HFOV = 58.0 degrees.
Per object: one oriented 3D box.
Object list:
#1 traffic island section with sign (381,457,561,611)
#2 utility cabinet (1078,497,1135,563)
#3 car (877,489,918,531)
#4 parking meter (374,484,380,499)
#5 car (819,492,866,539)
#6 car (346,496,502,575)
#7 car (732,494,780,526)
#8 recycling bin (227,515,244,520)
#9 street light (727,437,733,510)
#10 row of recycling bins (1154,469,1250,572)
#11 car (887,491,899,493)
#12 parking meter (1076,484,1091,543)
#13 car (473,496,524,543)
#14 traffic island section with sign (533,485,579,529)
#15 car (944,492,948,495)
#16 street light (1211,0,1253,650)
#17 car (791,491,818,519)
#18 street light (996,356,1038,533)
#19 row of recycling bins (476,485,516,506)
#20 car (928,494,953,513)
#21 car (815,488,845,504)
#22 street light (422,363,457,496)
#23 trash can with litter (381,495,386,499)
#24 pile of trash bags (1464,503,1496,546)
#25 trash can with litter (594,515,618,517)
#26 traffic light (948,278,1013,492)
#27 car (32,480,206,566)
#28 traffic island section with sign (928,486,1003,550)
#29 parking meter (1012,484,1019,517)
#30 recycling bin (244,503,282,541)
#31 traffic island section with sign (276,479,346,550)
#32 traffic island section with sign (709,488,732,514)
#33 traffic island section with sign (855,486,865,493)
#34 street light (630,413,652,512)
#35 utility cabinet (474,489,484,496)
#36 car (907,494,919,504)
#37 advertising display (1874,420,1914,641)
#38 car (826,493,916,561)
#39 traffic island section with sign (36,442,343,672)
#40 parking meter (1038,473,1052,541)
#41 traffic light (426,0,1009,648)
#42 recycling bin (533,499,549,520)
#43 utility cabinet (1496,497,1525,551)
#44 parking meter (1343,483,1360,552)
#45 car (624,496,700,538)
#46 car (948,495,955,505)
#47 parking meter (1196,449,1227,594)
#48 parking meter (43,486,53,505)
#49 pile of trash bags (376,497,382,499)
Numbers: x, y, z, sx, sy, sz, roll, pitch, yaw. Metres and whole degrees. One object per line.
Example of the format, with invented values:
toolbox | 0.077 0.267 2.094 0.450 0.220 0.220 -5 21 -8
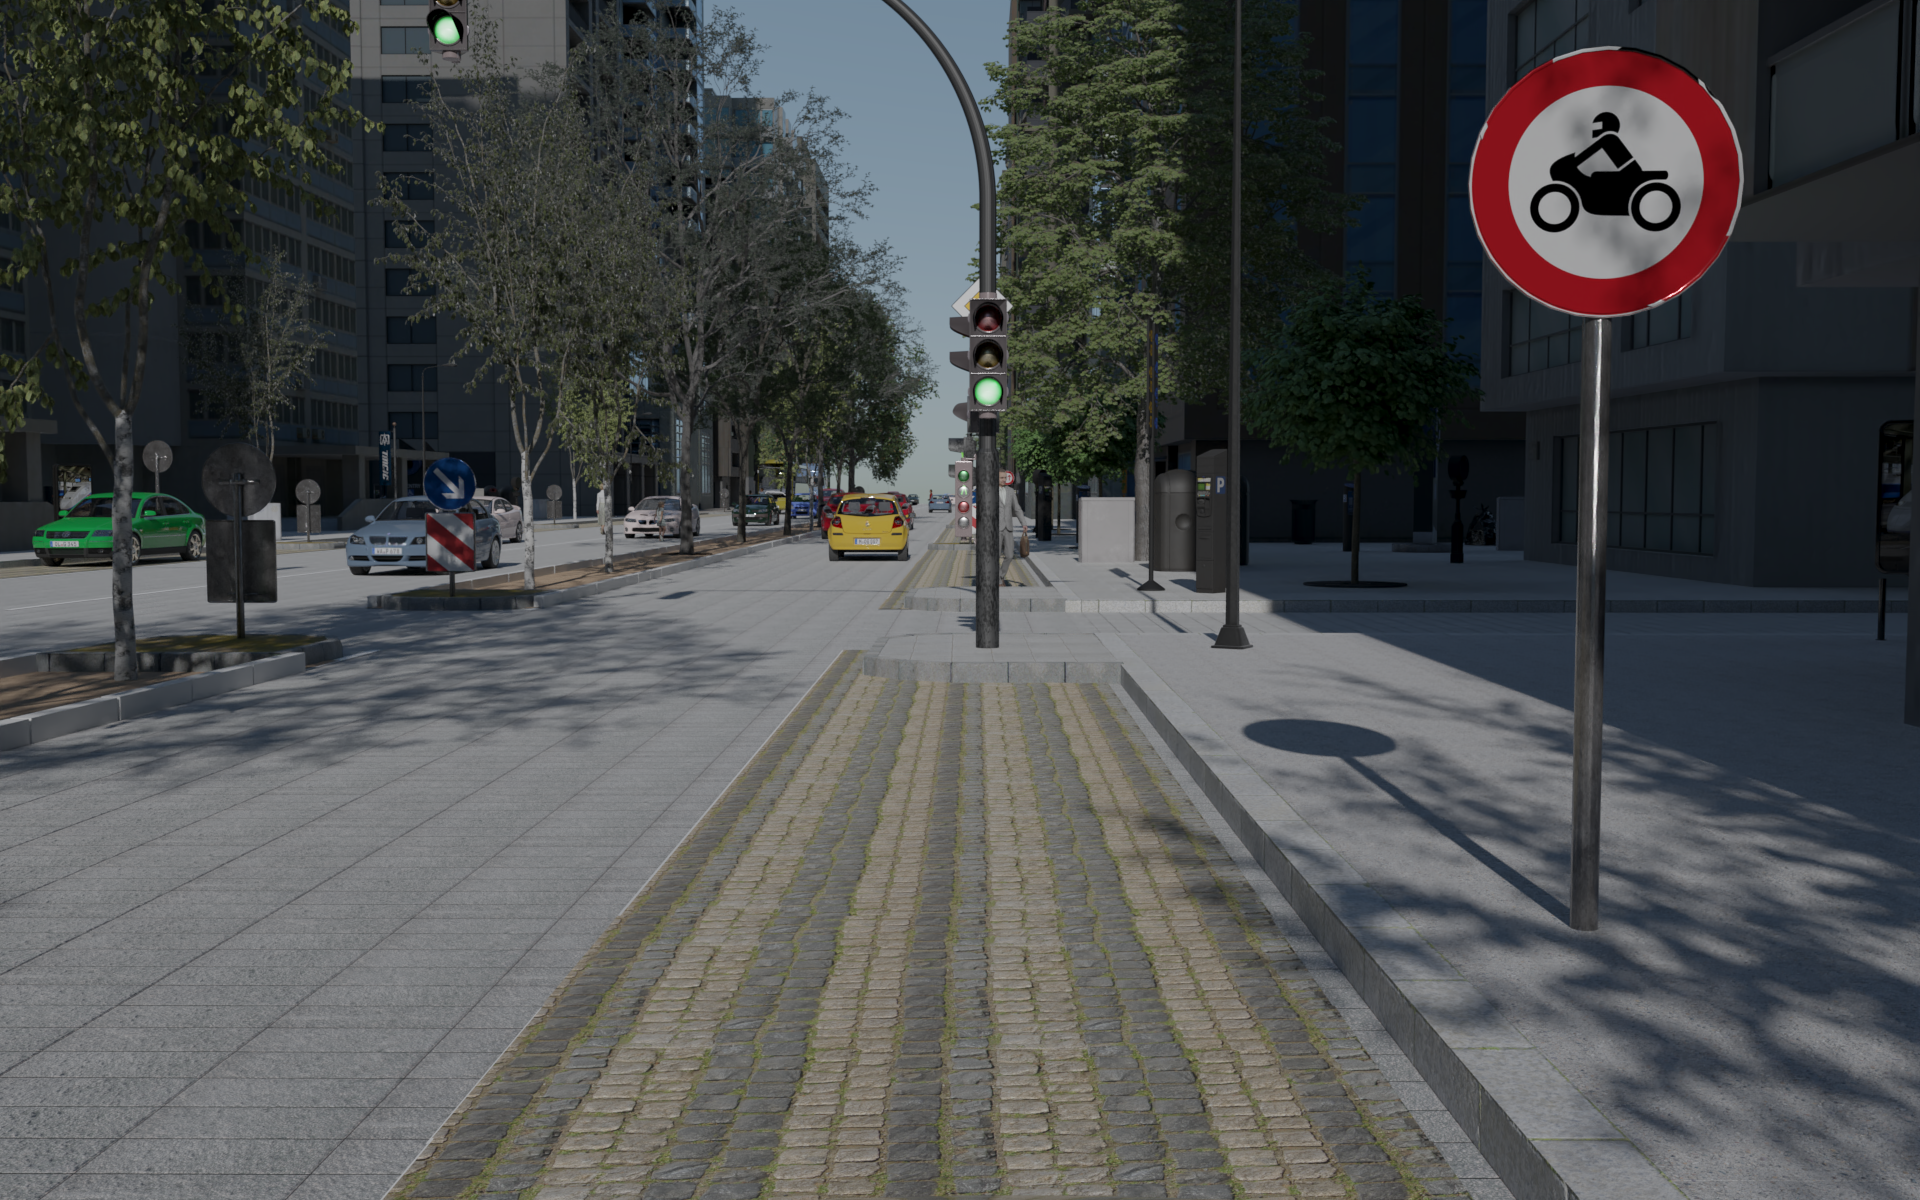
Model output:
traffic island section with sign | -6.341 -0.861 22.208 2.006 1.907 1.989 0 4 0
utility cabinet | 2.749 -1.305 32.504 1.020 1.237 0.306 0 4 -7
car | -2.792 -3.692 69.396 2.155 1.783 4.494 0 4 0
parking meter | -32.801 -5.610 97.433 0.255 1.863 0.399 -2 4 -29
car | -3.532 -2.893 56.338 2.155 1.783 4.494 0 4 -1
car | -9.822 -1.227 32.069 2.014 1.417 4.499 0 4 2
car | -9.269 -4.214 78.688 2.009 1.686 4.222 0 4 2
recycling bin | -22.647 -2.576 54.679 0.722 1.027 0.722 0 3 0
street light | -17.909 -10.120 138.005 1.470 5.913 1.316 0 4 0
row of recycling bins | 4.178 -1.406 30.097 1.069 1.692 3.534 2 4 26
car | -8.537 -13.006 221.326 2.281 1.827 5.304 0 4 -1
parking meter | 3.224 -2.254 45.271 0.372 1.533 0.369 0 3 0
car | -13.886 -2.275 49.565 2.083 1.381 4.827 0 4 2
traffic island section with sign | -17.008 -3.894 72.296 1.989 1.847 2.006 0 4 0
car | -1.768 -14.851 252.407 1.945 1.707 3.694 0 4 2
street light | 1.731 -2.554 14.292 1.470 5.913 1.316 0 4 0
car | -9.067 -5.596 101.084 1.945 1.707 3.694 0 3 0
street light | 2.020 -5.200 57.557 1.470 5.913 1.316 0 4 0
row of recycling bins | -22.828 -4.621 82.667 3.534 1.692 1.069 -3 5 -44
car | -1.515 -7.412 133.194 2.014 1.417 4.499 0 4 1
car | -8.322 -6.335 112.256 2.281 1.827 5.304 0 3 0
street light | -18.542 -5.450 61.656 1.470 5.913 1.316 0 4 0
trash can with litter | -30.219 -4.914 91.395 1.678 1.210 2.233 0 4 -3
pile of trash bags | 14.513 -2.057 43.385 3.447 1.369 1.912 -1 4 -20
trash can with litter | -19.946 -5.247 96.847 1.678 1.210 2.233 1 4 11
traffic light | 0.271 -2.046 22.378 0.839 4.253 0.868 0 4 0
car | -17.173 -1.635 35.536 1.959 1.807 4.718 0 4 0
traffic island section with sign | 0.170 -2.208 44.735 1.989 1.847 2.006 0 4 0
parking meter | 3.081 -5.524 96.035 0.255 1.863 0.399 2 4 25
recycling bin | -19.144 -2.148 47.674 0.722 1.027 0.722 -3 4 -36
traffic island section with sign | -17.242 -2.246 45.342 1.989 1.847 2.006 0 4 0
traffic island section with sign | -16.611 -6.940 122.102 1.989 1.847 2.006 0 4 0
traffic island section with sign | -5.720 -5.456 97.344 2.006 1.907 1.989 0 4 0
street light | -18.261 -7.735 99.010 1.470 5.913 1.316 0 4 0
utility cabinet | -26.159 -5.236 94.290 0.318 1.500 1.173 -3 4 -37
car | -6.876 -14.873 252.965 2.009 1.686 4.222 0 4 1
advertising display | 8.404 -0.590 14.861 0.974 1.923 0.123 3 5 42
car | -1.986 -1.718 38.313 2.015 1.641 3.980 0 4 -1
traffic island section with sign | -6.412 -0.408 14.801 2.006 1.907 1.989 0 4 0
parking meter | 2.321 -2.544 47.301 0.255 1.863 0.399 -2 4 -23
traffic light | -1.889 -2.422 14.269 4.771 5.953 1.251 0 4 0
recycling bin | -21.250 -4.588 87.567 0.722 1.027 0.722 3 4 36
utility cabinet | 12.720 -1.722 39.309 1.020 1.237 0.306 0 4 4
parking meter | 8.741 -1.850 38.655 0.372 1.533 0.369 0 3 0
car | -9.850 -2.762 57.522 2.083 1.381 4.827 0 4 2
car | -1.107 -11.196 195.411 2.083 1.381 4.827 0 4 -1
parking meter | 3.255 -1.023 22.440 0.255 1.863 0.399 3 5 41
parking meter | -28.518 -2.805 54.276 0.372 1.533 0.369 0 3 0
pile of trash bags | -28.106 -4.646 85.719 1.912 1.369 3.447 1 4 9
